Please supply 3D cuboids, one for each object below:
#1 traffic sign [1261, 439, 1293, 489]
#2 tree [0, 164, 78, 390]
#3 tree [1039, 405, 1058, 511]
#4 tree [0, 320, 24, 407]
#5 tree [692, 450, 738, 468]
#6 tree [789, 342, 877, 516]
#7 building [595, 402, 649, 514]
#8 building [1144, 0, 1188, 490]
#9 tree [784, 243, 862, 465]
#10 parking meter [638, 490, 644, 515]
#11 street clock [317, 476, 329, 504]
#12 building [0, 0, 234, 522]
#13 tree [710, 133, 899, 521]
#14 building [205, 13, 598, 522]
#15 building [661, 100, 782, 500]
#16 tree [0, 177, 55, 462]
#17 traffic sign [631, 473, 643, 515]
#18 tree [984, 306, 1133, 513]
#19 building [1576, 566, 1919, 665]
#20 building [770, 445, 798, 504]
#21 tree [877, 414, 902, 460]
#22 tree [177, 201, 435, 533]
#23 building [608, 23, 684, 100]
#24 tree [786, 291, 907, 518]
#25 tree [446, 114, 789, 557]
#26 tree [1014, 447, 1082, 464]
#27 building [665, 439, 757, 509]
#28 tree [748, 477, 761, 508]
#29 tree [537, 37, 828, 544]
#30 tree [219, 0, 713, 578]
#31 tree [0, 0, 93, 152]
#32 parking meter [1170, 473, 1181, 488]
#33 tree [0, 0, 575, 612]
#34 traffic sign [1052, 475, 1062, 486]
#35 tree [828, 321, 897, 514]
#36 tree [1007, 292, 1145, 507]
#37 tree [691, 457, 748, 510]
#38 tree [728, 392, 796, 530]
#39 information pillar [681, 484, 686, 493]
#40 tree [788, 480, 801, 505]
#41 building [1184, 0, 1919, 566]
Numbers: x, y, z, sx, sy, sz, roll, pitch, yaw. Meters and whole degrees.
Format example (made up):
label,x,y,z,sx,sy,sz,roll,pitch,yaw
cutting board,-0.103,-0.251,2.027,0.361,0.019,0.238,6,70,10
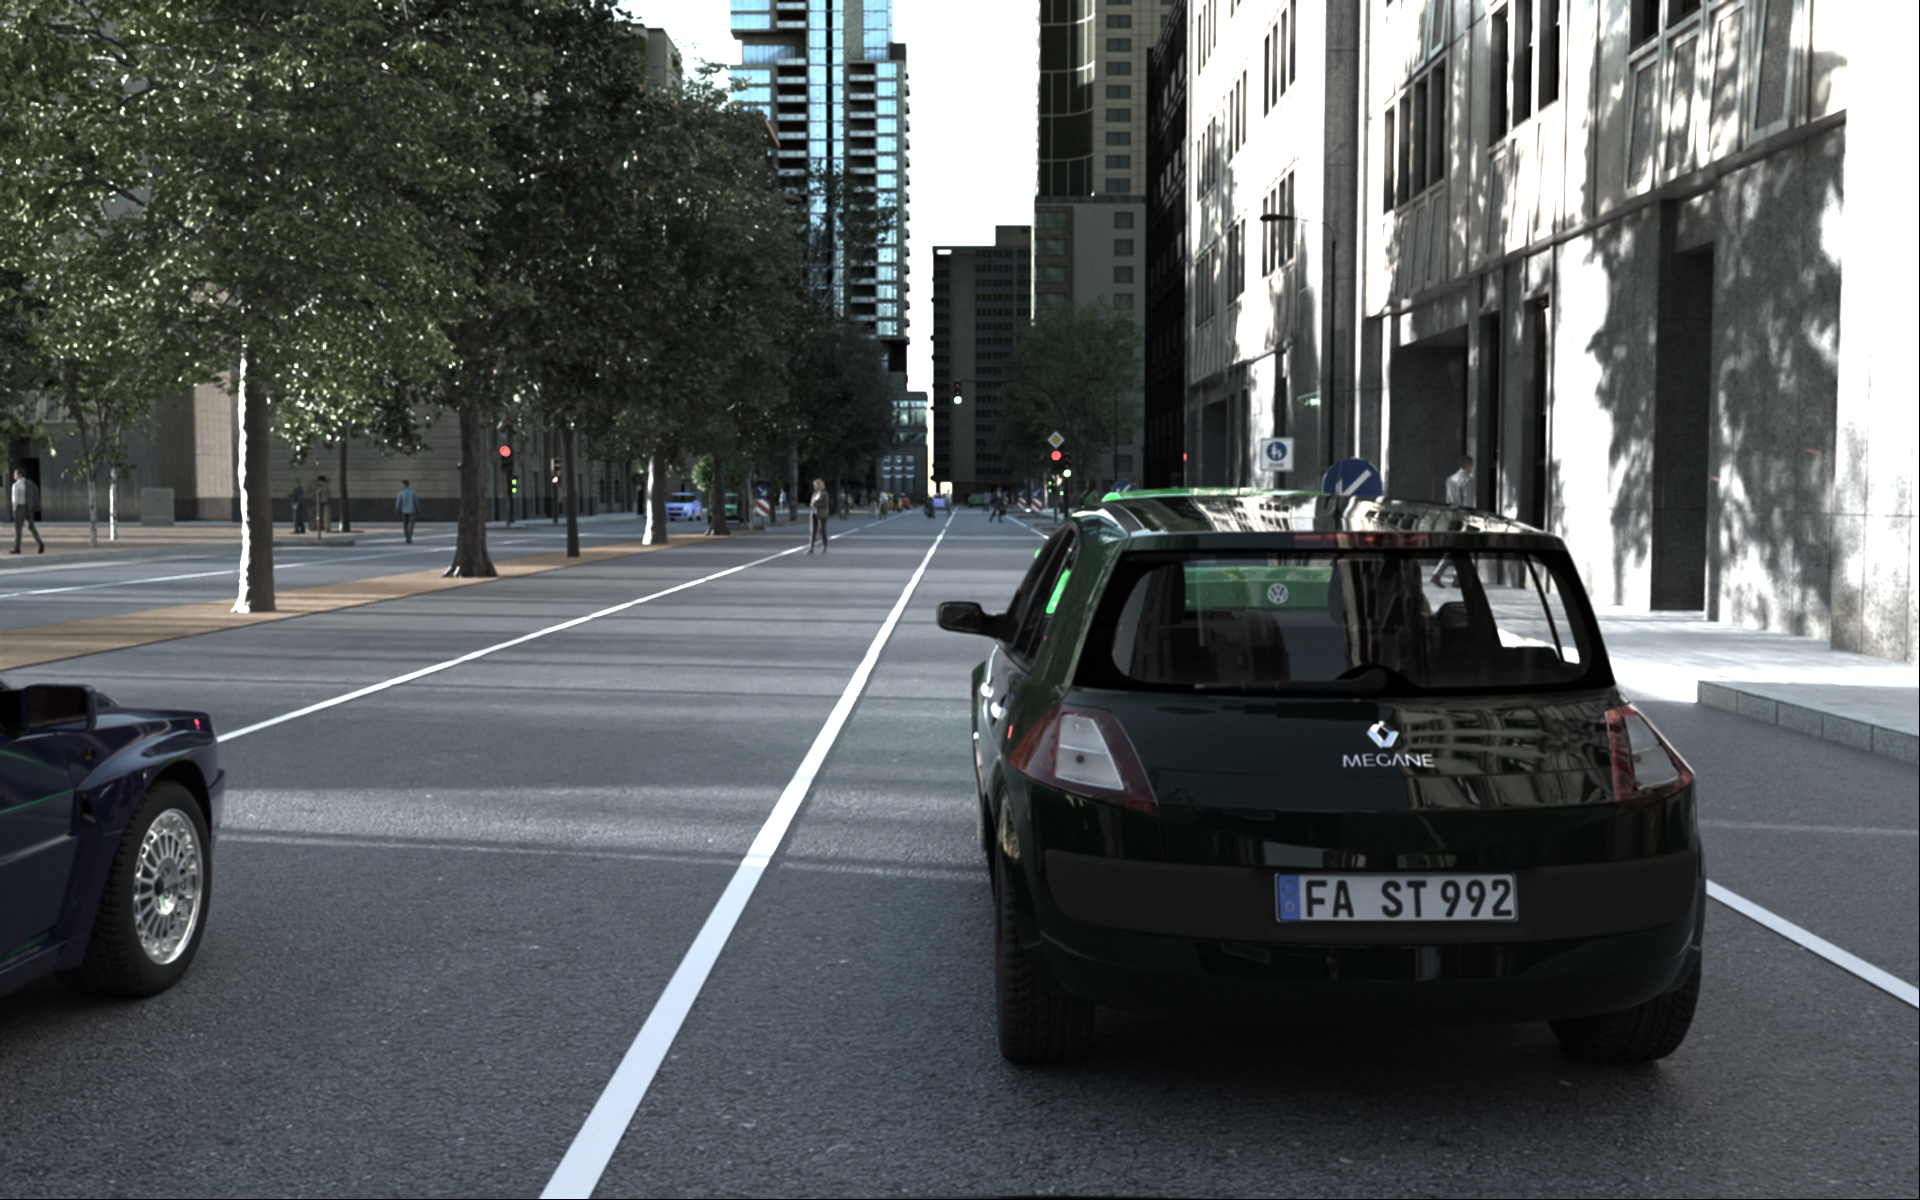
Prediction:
label,x,y,z,sx,sy,sz,roll,pitch,yaw
traffic sign,5.751,-1.798,31.528,0.606,2.300,0.079,0,4,6
tree,-20.981,-6.067,33.613,8.767,10.594,7.601,3,5,39
tree,6.885,-11.219,133.791,4.360,8.622,3.978,0,3,0
tree,-28.411,-5.954,47.712,4.360,8.622,3.978,0,3,0
tree,-20.277,-11.906,145.024,4.360,8.622,3.978,0,3,0
tree,-8.541,-8.723,79.487,8.767,10.594,7.601,0,4,0
building,-28.735,-18.381,119.617,14.460,24.649,34.723,0,4,0
building,13.389,-14.079,59.865,12.332,23.373,15.834,0,4,0
tree,-8.315,-8.558,59.394,9.611,12.733,9.660,0,3,0
parking meter,-19.700,-6.030,106.997,0.372,1.533,0.369,0,3,0
street clock,-25.723,-4.000,69.969,0.358,2.002,0.471,1,4,15
building,-46.185,-16.250,83.709,19.932,24.808,12.078,0,4,0
tree,-9.897,-14.210,90.675,12.611,20.169,13.585,0,3,0
building,-27.138,-17.884,89.673,12.463,27.353,25.104,0,4,0
building,-32.044,-33.058,195.117,22.147,44.769,28.867,0,4,0
tree,-35.925,-9.321,59.057,9.857,13.997,8.962,0,3,0
traffic sign,-19.659,-6.449,105.540,0.768,2.556,0.104,1,4,9
tree,6.915,-12.787,115.721,9.857,13.997,8.962,0,3,0
building,13.233,-12.433,21.296,12.078,24.808,19.932,0,4,0
building,-27.878,-27.418,219.993,14.107,30.474,14.160,0,4,0
tree,-8.424,-10.787,113.237,8.767,10.594,7.601,0,4,0
tree,-20.683,-9.011,57.705,12.009,13.543,11.850,0,3,0
building,-49.047,-41.226,216.041,28.212,58.520,21.231,0,4,0
tree,-8.258,-11.647,103.260,12.009,13.543,11.850,0,3,0
tree,-8.745,-6.266,39.316,8.767,10.594,7.601,0,4,0
tree,7.714,-13.662,157.781,7.601,10.594,8.767,-1,4,-16
building,-35.162,-19.687,166.927,27.650,21.520,28.899,0,4,0
tree,-19.952,-10.461,165.637,1.663,3.219,1.824,0,3,0
tree,-8.771,-8.589,49.541,9.857,13.997,8.962,0,3,0
tree,-8.440,-6.744,29.730,9.611,12.733,9.660,0,3,0
tree,-8.779,-3.714,13.538,4.737,8.622,4.395,0,3,0
parking meter,5.871,-2.536,47.182,0.255,1.863,0.399,1,4,17
tree,-8.650,-6.148,21.102,7.486,12.596,7.792,0,3,0
traffic sign,6.059,-6.667,109.118,0.768,2.556,0.104,0,4,4
tree,-8.815,-13.058,122.606,9.857,13.997,8.962,0,3,0
tree,6.326,-10.055,90.149,9.928,11.665,9.643,0,3,0
tree,-20.260,-9.560,140.016,4.285,4.588,4.351,0,3,0
tree,-8.189,-7.034,67.832,4.737,8.622,4.395,0,3,0
information pillar,-19.402,-7.152,121.429,0.304,2.012,0.304,0,4,-1
tree,-20.261,-13.315,212.304,1.663,3.219,1.824,0,3,0
building,12.706,-13.662,41.393,12.078,24.808,19.932,0,4,0
